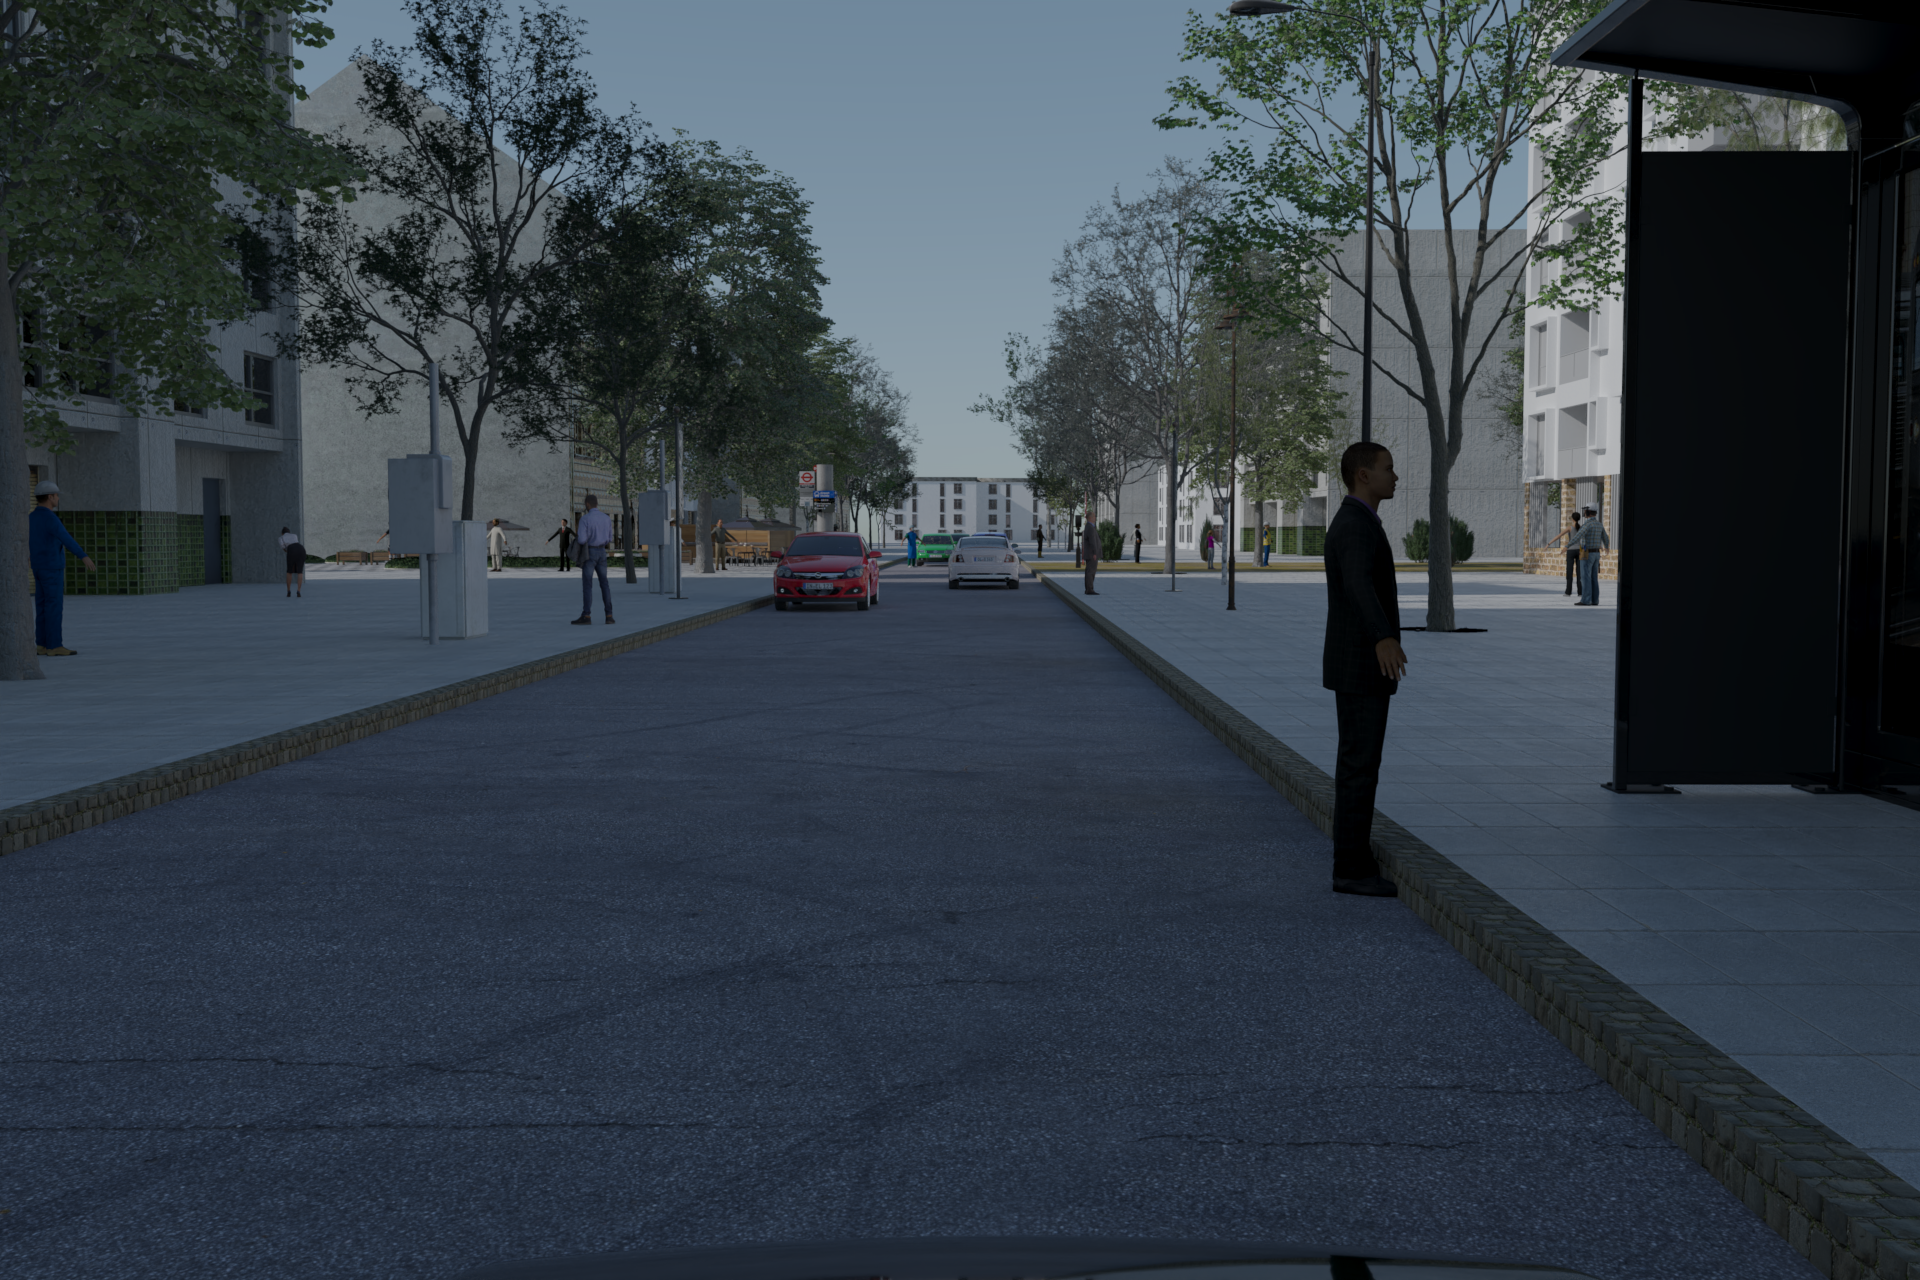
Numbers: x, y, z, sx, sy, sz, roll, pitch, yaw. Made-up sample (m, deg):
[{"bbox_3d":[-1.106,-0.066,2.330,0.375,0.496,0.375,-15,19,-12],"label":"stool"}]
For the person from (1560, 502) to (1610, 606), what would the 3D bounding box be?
[{"bbox_3d":[11.255,-1.540,31.016,1.345,1.849,0.704,-2,4,-35],"label":"person"}]

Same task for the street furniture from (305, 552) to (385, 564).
[{"bbox_3d":[-30.780,-3.694,76.022,10.072,0.657,5.734,0,4,0],"label":"street furniture"}]

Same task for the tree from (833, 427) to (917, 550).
[{"bbox_3d":[-7.034,-12.554,139.666,8.767,10.594,7.601,2,4,27],"label":"tree"}]

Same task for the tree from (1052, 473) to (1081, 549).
[{"bbox_3d":[8.992,-11.872,144.475,4.737,8.622,4.395,0,3,0],"label":"tree"}]

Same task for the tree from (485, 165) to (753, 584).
[{"bbox_3d":[-8.871,-6.740,44.619,7.601,10.594,8.767,0,4,-7],"label":"tree"}]

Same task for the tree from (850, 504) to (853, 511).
[{"bbox_3d":[-16.741,-18.601,254.492,4.360,8.622,3.978,0,3,0],"label":"tree"}]

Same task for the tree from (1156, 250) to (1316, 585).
[{"bbox_3d":[6.512,-5.668,43.039,4.360,8.622,3.978,0,3,0],"label":"tree"}]

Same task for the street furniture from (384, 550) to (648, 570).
[{"bbox_3d":[-16.540,-3.083,66.041,10.072,0.657,5.734,-1,4,-11],"label":"street furniture"}]

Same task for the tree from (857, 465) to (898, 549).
[{"bbox_3d":[-6.985,-12.160,149.173,4.737,8.622,4.395,0,3,0],"label":"tree"}]

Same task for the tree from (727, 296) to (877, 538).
[{"bbox_3d":[-7.813,-10.034,82.186,7.486,12.596,7.792,0,3,0],"label":"tree"}]

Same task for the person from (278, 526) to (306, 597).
[{"bbox_3d":[-13.620,-1.595,35.302,0.799,1.438,0.628,1,4,19],"label":"person"}]

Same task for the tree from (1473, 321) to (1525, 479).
[{"bbox_3d":[28.171,-10.224,77.538,12.009,13.543,11.850,0,3,0],"label":"tree"}]

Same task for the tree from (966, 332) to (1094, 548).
[{"bbox_3d":[7.067,-18.827,163.707,12.611,20.169,13.585,0,3,0],"label":"tree"}]

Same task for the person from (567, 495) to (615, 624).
[{"bbox_3d":[-5.273,-1.147,24.659,0.599,1.838,0.709,3,5,44],"label":"person"}]

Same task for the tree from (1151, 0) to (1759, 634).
[{"bbox_3d":[6.366,-5.926,22.639,9.928,11.665,9.643,0,3,0],"label":"tree"}]

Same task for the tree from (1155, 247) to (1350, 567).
[{"bbox_3d":[11.541,-9.151,67.743,7.486,12.596,7.792,0,3,0],"label":"tree"}]

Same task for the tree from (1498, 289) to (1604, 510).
[{"bbox_3d":[25.561,-9.782,66.585,9.857,13.997,8.962,0,3,0],"label":"tree"}]

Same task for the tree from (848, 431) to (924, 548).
[{"bbox_3d":[-7.124,-13.641,157.436,8.767,10.594,7.601,2,4,30],"label":"tree"}]

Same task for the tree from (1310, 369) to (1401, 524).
[{"bbox_3d":[17.157,-7.759,77.221,4.360,8.622,3.978,0,3,0],"label":"tree"}]

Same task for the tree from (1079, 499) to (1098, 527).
[{"bbox_3d":[21.043,-20.334,250.581,7.486,12.596,7.792,0,3,0],"label":"tree"}]

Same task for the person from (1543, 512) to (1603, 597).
[{"bbox_3d":[12.617,-1.761,35.608,1.217,1.737,0.721,0,4,1],"label":"person"}]

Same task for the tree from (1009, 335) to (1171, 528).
[{"bbox_3d":[7.656,-11.528,98.858,12.009,13.543,11.850,0,3,0],"label":"tree"}]

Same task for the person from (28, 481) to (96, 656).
[{"bbox_3d":[-9.607,-0.760,18.311,1.347,1.842,0.705,2,4,34],"label":"person"}]

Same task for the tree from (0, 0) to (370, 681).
[{"bbox_3d":[-8.452,-5.897,14.547,7.486,12.596,7.792,0,3,0],"label":"tree"}]

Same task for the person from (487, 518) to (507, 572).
[{"bbox_3d":[-15.742,-3.220,58.736,1.344,1.819,0.704,3,4,38],"label":"person"}]

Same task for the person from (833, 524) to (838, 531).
[{"bbox_3d":[-6.853,-5.502,95.740,0.705,1.856,1.354,0,4,0],"label":"person"}]

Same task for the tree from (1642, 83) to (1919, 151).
[{"bbox_3d":[6.330,-3.752,11.705,4.360,8.622,3.978,0,3,0],"label":"tree"}]

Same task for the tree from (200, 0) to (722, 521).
[{"bbox_3d":[-8.369,-5.776,28.857,8.767,10.594,7.601,-1,4,-13],"label":"tree"}]

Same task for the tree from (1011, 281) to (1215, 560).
[{"bbox_3d":[7.689,-10.701,85.337,12.009,13.543,11.850,0,3,0],"label":"tree"}]

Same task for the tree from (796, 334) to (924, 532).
[{"bbox_3d":[-7.288,-11.990,106.414,12.009,13.543,11.850,0,3,0],"label":"tree"}]

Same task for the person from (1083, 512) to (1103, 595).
[{"bbox_3d":[2.813,-1.839,36.667,0.434,1.755,0.990,0,4,0],"label":"person"}]

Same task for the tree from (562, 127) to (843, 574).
[{"bbox_3d":[-8.286,-9.149,56.249,9.857,13.997,8.962,0,3,0],"label":"tree"}]

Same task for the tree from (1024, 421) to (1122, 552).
[{"bbox_3d":[8.122,-11.562,123.443,7.601,10.594,8.767,-1,4,-12],"label":"tree"}]

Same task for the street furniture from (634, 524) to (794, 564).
[{"bbox_3d":[-11.046,-4.488,80.233,11.010,1.723,9.812,2,4,31],"label":"street furniture"}]

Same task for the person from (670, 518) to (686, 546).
[{"bbox_3d":[-8.711,-2.827,52.677,0.721,1.778,1.216,-3,5,-43],"label":"person"}]

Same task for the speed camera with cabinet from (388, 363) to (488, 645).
[{"bbox_3d":[-6.275,-1.622,20.858,0.660,3.252,2.038,0,4,1],"label":"speed camera with cabinet"}]

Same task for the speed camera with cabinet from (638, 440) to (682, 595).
[{"bbox_3d":[-6.445,-2.621,37.188,0.660,3.252,2.038,0,4,0],"label":"speed camera with cabinet"}]

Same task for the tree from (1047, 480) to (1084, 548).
[{"bbox_3d":[8.809,-12.434,153.654,4.737,8.622,4.395,0,3,0],"label":"tree"}]

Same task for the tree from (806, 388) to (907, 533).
[{"bbox_3d":[-7.556,-12.117,123.864,9.928,11.665,9.643,0,3,0],"label":"tree"}]

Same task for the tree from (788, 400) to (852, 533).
[{"bbox_3d":[-7.680,-8.523,89.706,4.737,8.622,4.395,0,3,0],"label":"tree"}]

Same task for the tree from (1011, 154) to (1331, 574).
[{"bbox_3d":[6.833,-8.867,55.349,12.009,13.543,11.850,0,3,0],"label":"tree"}]

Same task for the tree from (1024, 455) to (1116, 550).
[{"bbox_3d":[8.710,-12.372,136.694,8.767,10.594,7.601,2,4,28],"label":"tree"}]
